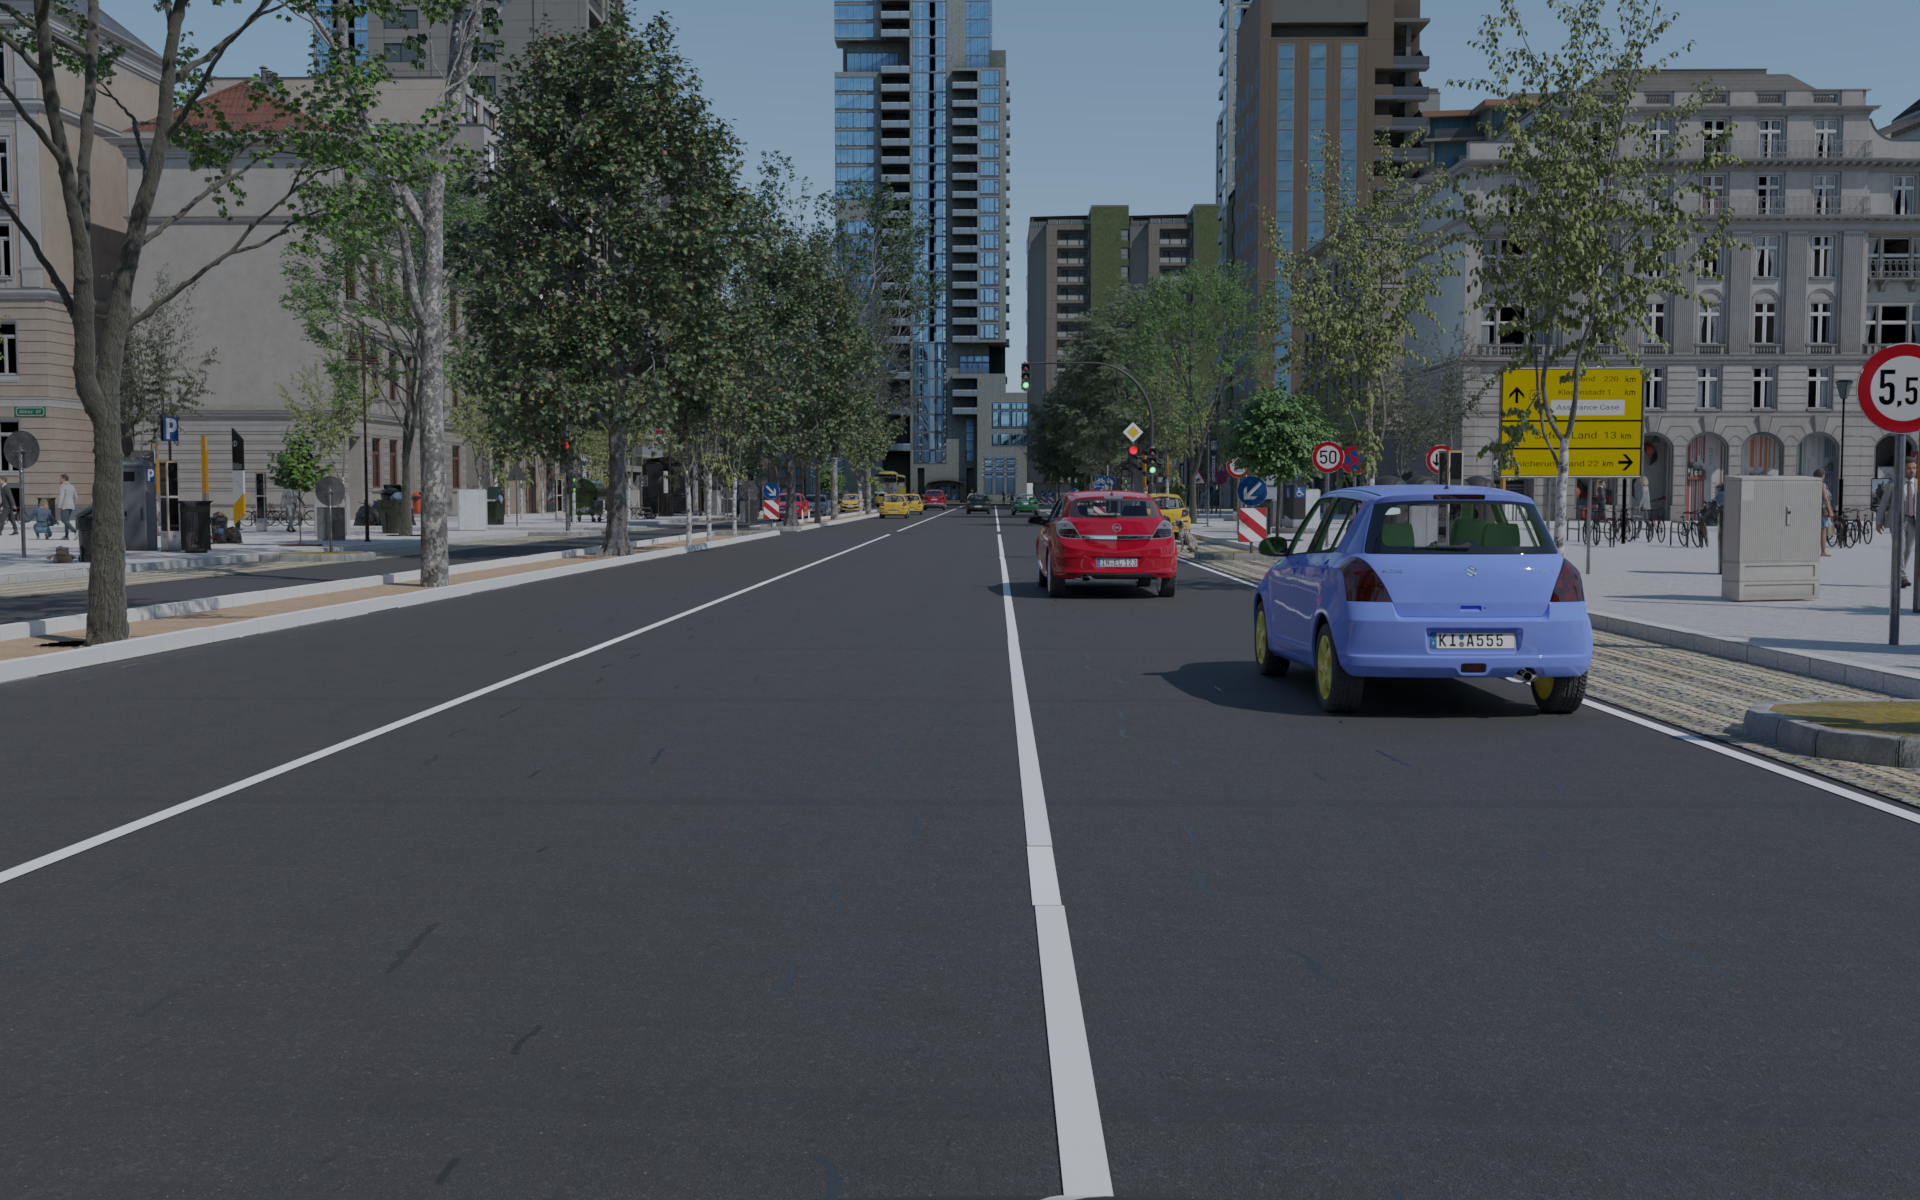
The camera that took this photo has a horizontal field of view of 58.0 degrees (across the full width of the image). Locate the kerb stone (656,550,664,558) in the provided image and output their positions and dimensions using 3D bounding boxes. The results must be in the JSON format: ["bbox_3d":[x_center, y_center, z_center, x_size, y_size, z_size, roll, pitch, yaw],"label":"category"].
[{"bbox_3d":[-6.821,-1.011,38.721,0.120,0.150,1.000,0,4,1],"label":"kerb stone"}]

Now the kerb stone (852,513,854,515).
[{"bbox_3d":[-7.405,-5.751,116.218,0.120,0.150,1.000,0,4,1],"label":"kerb stone"}]

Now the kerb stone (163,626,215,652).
[{"bbox_3d":[-7.263,0.369,16.170,0.120,0.150,1.000,0,4,1],"label":"kerb stone"}]

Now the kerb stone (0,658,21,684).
[{"bbox_3d":[-7.314,0.556,13.100,0.120,0.150,1.000,0,4,1],"label":"kerb stone"}]

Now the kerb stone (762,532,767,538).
[{"bbox_3d":[-6.479,-2.077,56.155,0.120,0.150,1.000,0,4,1],"label":"kerb stone"}]

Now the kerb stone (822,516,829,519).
[{"bbox_3d":[-7.744,-4.680,98.784,0.120,0.150,1.000,0,4,1],"label":"kerb stone"}]

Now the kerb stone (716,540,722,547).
[{"bbox_3d":[-6.657,-1.513,46.928,0.120,0.150,1.000,0,4,1],"label":"kerb stone"}]

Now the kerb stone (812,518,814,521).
[{"bbox_3d":[-7.901,-4.182,90.577,0.120,0.150,1.000,0,4,1],"label":"kerb stone"}]

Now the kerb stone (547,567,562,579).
[{"bbox_3d":[-6.998,-0.445,29.485,0.120,0.150,1.000,0,4,1],"label":"kerb stone"}]

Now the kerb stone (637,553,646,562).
[{"bbox_3d":[-6.857,-0.883,36.672,0.120,0.150,1.000,0,4,1],"label":"kerb stone"}]

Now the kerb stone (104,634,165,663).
[{"bbox_3d":[-7.280,0.431,15.148,0.120,0.150,1.000,0,4,1],"label":"kerb stone"}]

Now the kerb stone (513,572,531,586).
[{"bbox_3d":[-7.034,-0.320,27.433,0.120,0.150,1.000,0,4,1],"label":"kerb stone"}]

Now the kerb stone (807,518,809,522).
[{"bbox_3d":[-7.945,-4.057,88.528,0.120,0.150,1.000,0,4,1],"label":"kerb stone"}]

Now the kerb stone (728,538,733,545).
[{"bbox_3d":[-6.615,-1.638,48.994,0.120,0.150,1.000,0,4,1],"label":"kerb stone"}]

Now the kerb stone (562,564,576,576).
[{"bbox_3d":[-6.982,-0.508,30.509,0.120,0.150,1.000,0,4,1],"label":"kerb stone"}]

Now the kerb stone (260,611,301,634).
[{"bbox_3d":[-7.217,0.245,18.214,0.120,0.150,1.000,0,4,1],"label":"kerb stone"}]

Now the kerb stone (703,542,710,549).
[{"bbox_3d":[-6.698,-1.387,44.876,0.120,0.150,1.000,0,4,1],"label":"kerb stone"}]

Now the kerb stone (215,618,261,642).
[{"bbox_3d":[-7.242,0.314,17.192,0.120,0.150,1.000,0,4,1],"label":"kerb stone"}]

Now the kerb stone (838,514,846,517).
[{"bbox_3d":[-7.519,-5.375,110.069,0.120,0.150,1.000,0,4,1],"label":"kerb stone"}]

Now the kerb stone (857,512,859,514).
[{"bbox_3d":[-7.319,-6.000,120.320,0.120,0.150,1.000,0,4,1],"label":"kerb stone"}]

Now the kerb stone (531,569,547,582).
[{"bbox_3d":[-7.025,-0.383,28.464,0.120,0.150,1.000,0,4,1],"label":"kerb stone"}]

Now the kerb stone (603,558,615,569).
[{"bbox_3d":[-6.915,-0.698,33.600,0.120,0.150,1.000,0,4,1],"label":"kerb stone"}]

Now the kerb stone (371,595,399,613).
[{"bbox_3d":[-7.166,0.055,21.299,0.120,0.150,1.000,0,4,1],"label":"kerb stone"}]

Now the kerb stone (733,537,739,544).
[{"bbox_3d":[-6.588,-1.693,50.020,0.120,0.150,1.000,0,4,1],"label":"kerb stone"}]

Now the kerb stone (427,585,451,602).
[{"bbox_3d":[-7.113,-0.069,23.342,0.120,0.150,1.000,0,4,1],"label":"kerb stone"}]

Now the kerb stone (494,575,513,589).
[{"bbox_3d":[-7.053,-0.258,26.410,0.120,0.150,1.000,0,4,1],"label":"kerb stone"}]

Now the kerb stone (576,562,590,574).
[{"bbox_3d":[-6.956,-0.571,31.539,0.120,0.150,1.000,0,4,1],"label":"kerb stone"}]

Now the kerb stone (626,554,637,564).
[{"bbox_3d":[-6.873,-0.821,35.650,0.120,0.150,1.000,0,4,1],"label":"kerb stone"}]

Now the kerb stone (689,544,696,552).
[{"bbox_3d":[-6.733,-1.259,42.833,0.120,0.150,1.000,0,4,1],"label":"kerb stone"}]

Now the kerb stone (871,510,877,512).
[{"bbox_3d":[-6.960,-7.130,138.771,0.120,0.150,1.000,0,4,1],"label":"kerb stone"}]

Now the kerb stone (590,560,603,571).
[{"bbox_3d":[-6.941,-0.635,32.571,0.120,0.150,1.000,0,4,1],"label":"kerb stone"}]

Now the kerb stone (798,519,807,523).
[{"bbox_3d":[-7.960,-3.995,87.506,0.120,0.150,1.000,0,4,1],"label":"kerb stone"}]

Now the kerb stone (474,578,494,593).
[{"bbox_3d":[-7.077,-0.195,25.389,0.120,0.150,1.000,0,4,1],"label":"kerb stone"}]

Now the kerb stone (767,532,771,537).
[{"bbox_3d":[-6.453,-2.137,57.177,0.120,0.150,1.000,0,4,1],"label":"kerb stone"}]

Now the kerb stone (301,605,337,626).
[{"bbox_3d":[-7.197,0.180,19.245,0.120,0.150,1.000,0,4,1],"label":"kerb stone"}]

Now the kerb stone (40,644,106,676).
[{"bbox_3d":[-7.303,0.501,14.122,0.120,0.150,1.000,0,4,1],"label":"kerb stone"}]

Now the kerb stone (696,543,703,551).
[{"bbox_3d":[-6.710,-1.324,43.854,0.120,0.150,1.000,0,4,1],"label":"kerb stone"}]

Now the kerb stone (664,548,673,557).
[{"bbox_3d":[-6.788,-1.070,39.755,0.120,0.150,1.000,0,4,1],"label":"kerb stone"}]

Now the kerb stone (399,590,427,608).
[{"bbox_3d":[-7.130,-0.003,22.321,0.120,0.150,1.000,0,4,1],"label":"kerb stone"}]

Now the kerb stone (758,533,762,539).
[{"bbox_3d":[-6.498,-2.010,55.133,0.120,0.150,1.000,0,4,1],"label":"kerb stone"}]

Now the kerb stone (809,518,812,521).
[{"bbox_3d":[-7.917,-4.120,89.550,0.120,0.150,1.000,0,4,1],"label":"kerb stone"}]

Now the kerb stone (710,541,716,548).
[{"bbox_3d":[-6.673,-1.450,45.898,0.120,0.150,1.000,0,4,1],"label":"kerb stone"}]

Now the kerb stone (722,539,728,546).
[{"bbox_3d":[-6.626,-1.575,47.961,0.120,0.150,1.000,0,4,1],"label":"kerb stone"}]

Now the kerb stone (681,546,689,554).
[{"bbox_3d":[-6.742,-1.200,41.809,0.120,0.150,1.000,0,4,1],"label":"kerb stone"}]

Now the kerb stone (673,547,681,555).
[{"bbox_3d":[-6.774,-1.136,40.788,0.120,0.150,1.000,0,4,1],"label":"kerb stone"}]

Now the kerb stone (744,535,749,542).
[{"bbox_3d":[-6.560,-1.827,52.068,0.120,0.150,1.000,0,4,1],"label":"kerb stone"}]

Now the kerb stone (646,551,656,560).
[{"bbox_3d":[-6.832,-0.948,37.698,0.120,0.150,1.000,0,4,1],"label":"kerb stone"}]

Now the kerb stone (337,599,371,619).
[{"bbox_3d":[-7.170,0.118,20.270,0.120,0.150,1.000,0,4,1],"label":"kerb stone"}]

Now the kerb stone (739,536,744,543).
[{"bbox_3d":[-6.577,-1.759,51.046,0.120,0.150,1.000,0,4,1],"label":"kerb stone"}]

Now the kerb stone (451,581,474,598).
[{"bbox_3d":[-7.088,-0.133,24.367,0.120,0.150,1.000,0,4,1],"label":"kerb stone"}]

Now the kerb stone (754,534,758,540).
[{"bbox_3d":[-6.516,-1.951,54.111,0.120,0.150,1.000,0,4,1],"label":"kerb stone"}]

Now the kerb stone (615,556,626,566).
[{"bbox_3d":[-6.892,-0.760,34.628,0.120,0.150,1.000,0,4,1],"label":"kerb stone"}]

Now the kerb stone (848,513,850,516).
[{"bbox_3d":[-7.467,-5.563,113.144,0.120,0.150,1.000,0,4,1],"label":"kerb stone"}]

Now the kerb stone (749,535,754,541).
[{"bbox_3d":[-6.532,-1.890,53.089,0.120,0.150,1.000,0,4,1],"label":"kerb stone"}]
